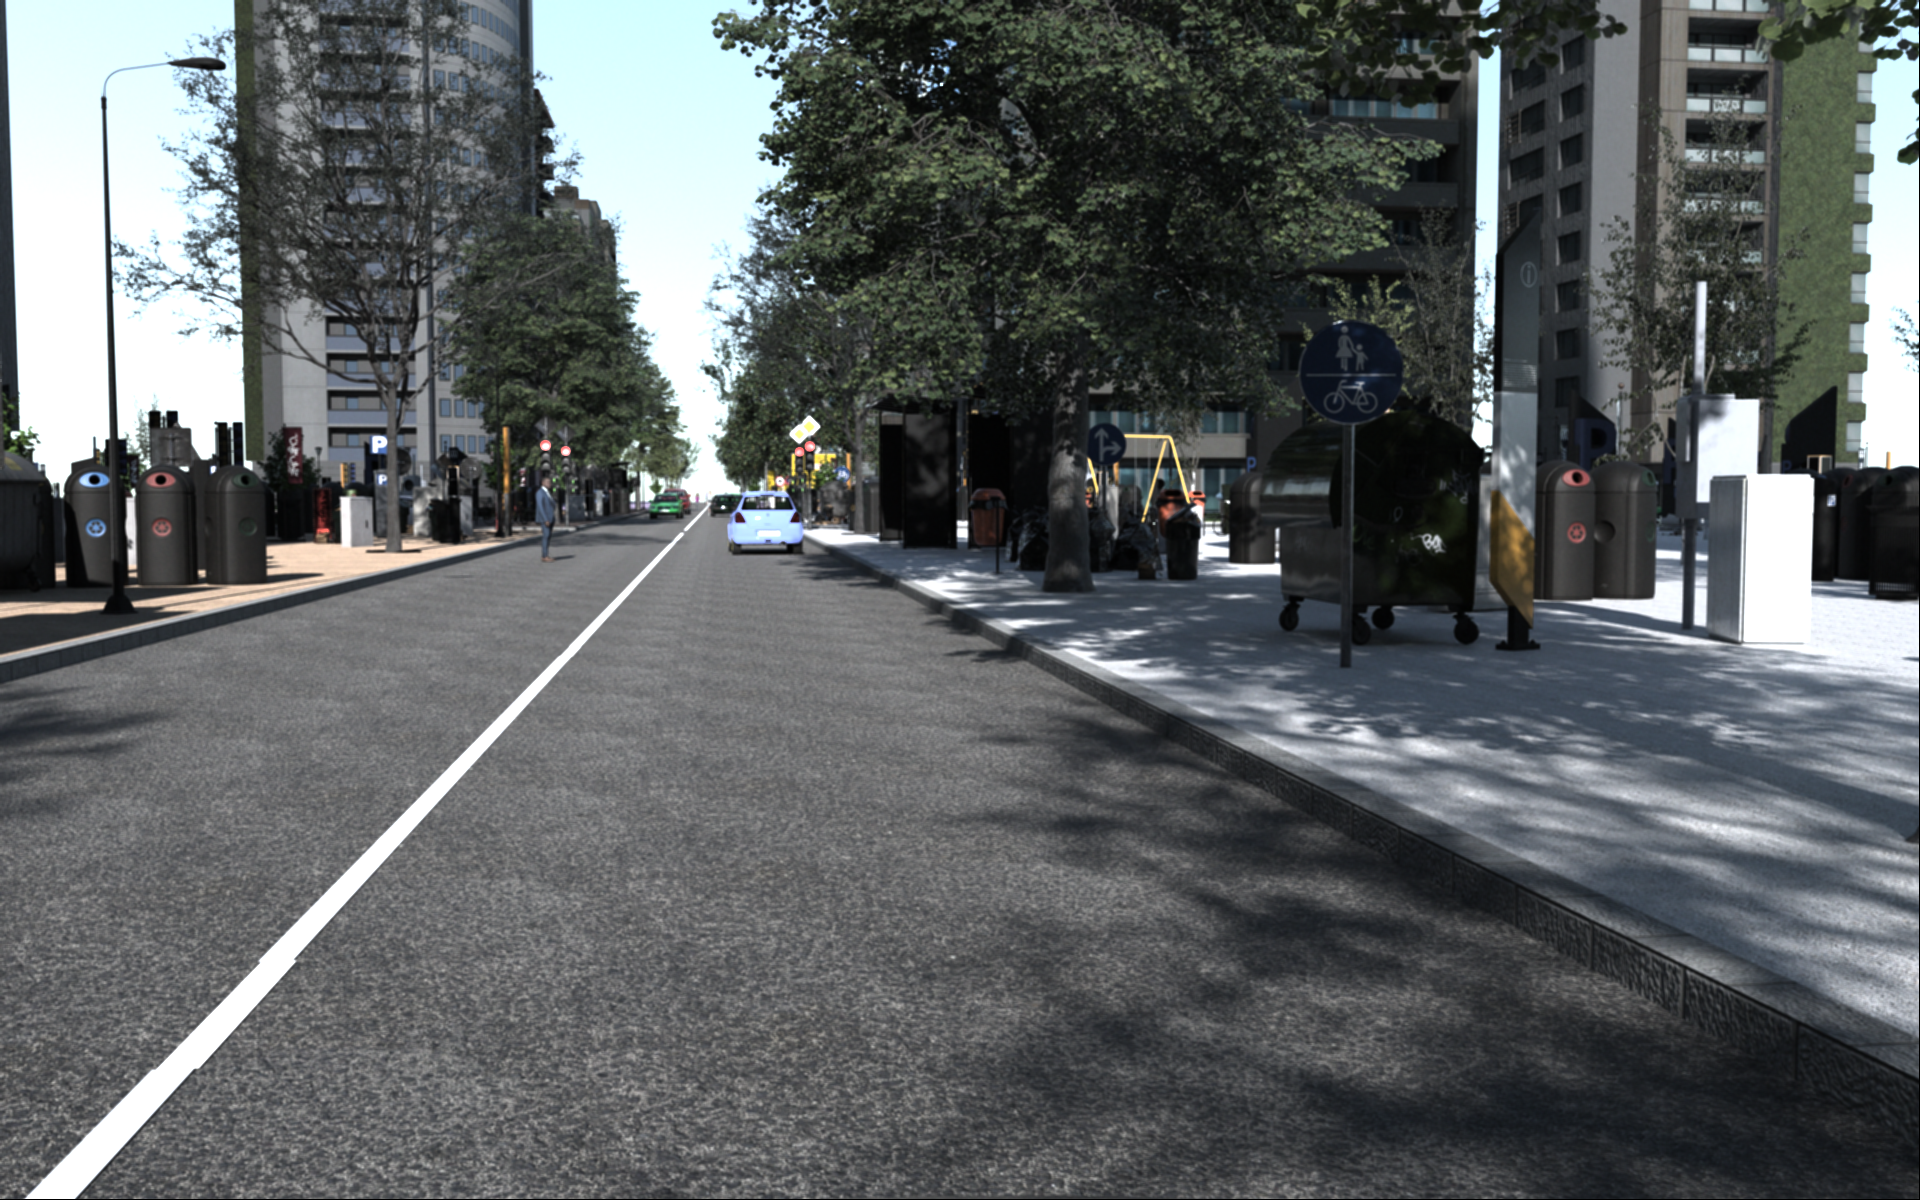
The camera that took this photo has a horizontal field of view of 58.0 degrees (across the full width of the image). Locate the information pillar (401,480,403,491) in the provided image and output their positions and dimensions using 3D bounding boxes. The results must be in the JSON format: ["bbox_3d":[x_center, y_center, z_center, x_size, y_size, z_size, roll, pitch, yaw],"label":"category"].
[{"bbox_3d":[-29.754,-5.408,92.908,0.304,2.012,0.304,-2,4,-34],"label":"information pillar"}]

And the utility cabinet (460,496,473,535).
[{"bbox_3d":[-15.575,-2.614,53.897,0.306,1.237,1.020,1,4,18],"label":"utility cabinet"}]

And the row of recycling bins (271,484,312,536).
[{"bbox_3d":[-21.717,-2.779,52.557,3.534,1.692,1.069,0,4,-5],"label":"row of recycling bins"}]

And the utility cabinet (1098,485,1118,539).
[{"bbox_3d":[3.677,-2.093,42.892,0.318,1.500,1.173,1,4,16],"label":"utility cabinet"}]

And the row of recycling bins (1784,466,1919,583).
[{"bbox_3d":[13.686,-1.189,26.557,1.069,1.692,3.534,0,4,-4],"label":"row of recycling bins"}]

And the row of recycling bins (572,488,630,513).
[{"bbox_3d":[-23.647,-6.588,114.831,3.534,1.692,1.069,0,4,-2],"label":"row of recycling bins"}]

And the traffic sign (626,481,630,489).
[{"bbox_3d":[-25.851,-8.075,134.158,0.606,2.300,0.079,0,4,-7],"label":"traffic sign"}]

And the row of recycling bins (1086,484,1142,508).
[{"bbox_3d":[6.467,-4.039,73.148,1.069,1.692,3.534,-2,4,-30],"label":"row of recycling bins"}]

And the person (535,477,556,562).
[{"bbox_3d":[-8.810,-1.721,36.826,0.419,1.800,0.721,0,4,-3],"label":"person"}]

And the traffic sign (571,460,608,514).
[{"bbox_3d":[-22.457,-6.786,104.820,2.265,3.308,0.079,0,4,-6],"label":"traffic sign"}]

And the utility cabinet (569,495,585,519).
[{"bbox_3d":[-19.567,-4.736,88.602,1.020,1.237,0.306,1,4,13],"label":"utility cabinet"}]

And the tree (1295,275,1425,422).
[{"bbox_3d":[13.369,-6.551,57.468,4.737,8.622,4.395,0,3,0],"label":"tree"}]

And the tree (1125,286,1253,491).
[{"bbox_3d":[7.598,-6.589,58.099,4.360,8.622,3.978,0,3,0],"label":"tree"}]

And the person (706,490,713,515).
[{"bbox_3d":[-17.186,-6.707,119.164,0.512,1.701,0.522,0,4,6],"label":"person"}]

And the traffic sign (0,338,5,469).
[{"bbox_3d":[-10.830,-1.446,17.520,2.265,3.308,0.079,0,4,-1],"label":"traffic sign"}]

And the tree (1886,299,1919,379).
[{"bbox_3d":[25.443,-5.637,42.535,4.360,8.622,3.978,0,3,0],"label":"tree"}]

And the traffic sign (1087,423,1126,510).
[{"bbox_3d":[2.605,-1.903,31.214,0.768,2.556,0.104,0,4,-1],"label":"traffic sign"}]

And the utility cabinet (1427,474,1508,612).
[{"bbox_3d":[5.644,-0.628,18.953,1.173,1.500,0.318,-2,4,-34],"label":"utility cabinet"}]

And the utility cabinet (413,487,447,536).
[{"bbox_3d":[-16.020,-2.681,52.515,1.173,1.500,0.318,2,4,26],"label":"utility cabinet"}]

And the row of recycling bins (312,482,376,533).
[{"bbox_3d":[-20.596,-3.108,57.932,1.069,1.692,3.534,3,4,36],"label":"row of recycling bins"}]

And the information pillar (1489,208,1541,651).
[{"bbox_3d":[4.546,-1.395,14.163,0.504,3.616,0.183,-2,4,-35],"label":"information pillar"}]

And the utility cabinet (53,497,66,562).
[{"bbox_3d":[-17.404,-1.347,33.188,1.020,1.237,0.306,2,4,27],"label":"utility cabinet"}]

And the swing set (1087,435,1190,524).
[{"bbox_3d":[4.487,-2.961,46.024,3.119,2.851,2.862,-2,4,-30],"label":"swing set"}]

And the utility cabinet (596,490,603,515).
[{"bbox_3d":[-21.205,-5.758,102.826,0.318,1.500,1.173,-2,4,-34],"label":"utility cabinet"}]

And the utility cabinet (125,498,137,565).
[{"bbox_3d":[-15.362,-1.229,31.248,1.020,1.237,0.306,-3,5,-42],"label":"utility cabinet"}]

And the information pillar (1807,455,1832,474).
[{"bbox_3d":[16.336,-1.742,32.970,0.304,2.012,0.304,-1,4,-21],"label":"information pillar"}]

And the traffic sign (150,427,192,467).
[{"bbox_3d":[-12.103,-1.497,26.611,0.606,2.300,0.079,0,4,-6],"label":"traffic sign"}]

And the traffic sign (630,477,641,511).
[{"bbox_3d":[-24.195,-7.898,129.232,0.768,2.556,0.104,0,4,-5],"label":"traffic sign"}]

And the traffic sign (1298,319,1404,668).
[{"bbox_3d":[2.856,-0.773,12.747,0.768,2.556,0.104,0,4,2],"label":"traffic sign"}]

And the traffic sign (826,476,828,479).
[{"bbox_3d":[-6.430,-5.039,82.494,0.768,2.556,0.104,0,4,-3],"label":"traffic sign"}]

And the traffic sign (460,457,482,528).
[{"bbox_3d":[-16.761,-3.626,59.387,0.768,2.556,0.104,0,4,-2],"label":"traffic sign"}]

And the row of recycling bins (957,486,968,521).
[{"bbox_3d":[0.255,-4.741,84.625,1.069,1.692,3.534,-1,4,-10],"label":"row of recycling bins"}]

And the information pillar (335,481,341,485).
[{"bbox_3d":[-36.273,-5.902,100.994,0.304,2.012,0.304,3,4,38],"label":"information pillar"}]

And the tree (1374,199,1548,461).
[{"bbox_3d":[12.263,-5.679,43.214,4.360,8.622,3.978,0,3,0],"label":"tree"}]

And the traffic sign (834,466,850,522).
[{"bbox_3d":[-5.379,-4.823,78.958,0.768,2.556,0.104,0,4,0],"label":"traffic sign"}]

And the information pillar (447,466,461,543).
[{"bbox_3d":[-13.357,-2.520,45.700,0.304,2.012,0.304,-1,4,-12],"label":"information pillar"}]

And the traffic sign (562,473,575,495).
[{"bbox_3d":[-22.714,-6.147,100.617,0.768,2.556,0.104,0,4,-3],"label":"traffic sign"}]

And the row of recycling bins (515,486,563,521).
[{"bbox_3d":[-20.438,-4.709,84.106,1.069,1.692,3.534,-3,5,-44],"label":"row of recycling bins"}]

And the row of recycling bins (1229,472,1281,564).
[{"bbox_3d":[6.766,-1.521,31.974,3.534,1.692,1.069,0,4,-1],"label":"row of recycling bins"}]

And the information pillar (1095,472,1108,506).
[{"bbox_3d":[4.625,-3.188,56.616,0.304,2.012,0.304,-2,4,-25],"label":"information pillar"}]

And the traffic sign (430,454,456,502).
[{"bbox_3d":[-14.702,-2.946,49.346,0.795,2.450,0.064,0,4,-2],"label":"traffic sign"}]

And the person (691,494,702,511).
[{"bbox_3d":[-22.558,-8.372,148.599,0.991,1.433,0.599,0,4,-1],"label":"person"}]

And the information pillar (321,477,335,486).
[{"bbox_3d":[-27.482,-4.321,75.143,0.304,2.012,0.304,1,4,10],"label":"information pillar"}]

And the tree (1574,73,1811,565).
[{"bbox_3d":[13.169,-4.948,31.267,4.360,8.622,3.978,0,3,0],"label":"tree"}]

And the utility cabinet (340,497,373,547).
[{"bbox_3d":[-14.688,-1.899,42.209,0.306,1.237,1.020,1,4,11],"label":"utility cabinet"}]

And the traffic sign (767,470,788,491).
[{"bbox_3d":[-14.877,-9.187,144.086,2.265,3.308,0.079,0,4,-5],"label":"traffic sign"}]

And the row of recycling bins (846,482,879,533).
[{"bbox_3d":[-3.063,-3.160,58.780,1.069,1.692,3.534,-1,4,-13],"label":"row of recycling bins"}]

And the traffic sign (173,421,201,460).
[{"bbox_3d":[-13.914,-1.885,30.826,0.884,2.594,0.081,0,4,-6],"label":"traffic sign"}]

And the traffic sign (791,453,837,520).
[{"bbox_3d":[-7.265,-5.644,86.148,2.265,3.308,0.079,0,4,-3],"label":"traffic sign"}]

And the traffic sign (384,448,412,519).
[{"bbox_3d":[-15.547,-2.925,47.923,0.768,2.556,0.104,0,4,1],"label":"traffic sign"}]

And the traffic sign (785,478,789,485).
[{"bbox_3d":[-11.052,-6.914,113.148,0.768,2.556,0.104,0,4,-6],"label":"traffic sign"}]

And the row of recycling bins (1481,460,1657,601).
[{"bbox_3d":[6.860,-0.845,20.927,3.534,1.692,1.069,-1,4,-22],"label":"row of recycling bins"}]

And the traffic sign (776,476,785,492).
[{"bbox_3d":[-12.379,-7.287,119.254,0.768,2.556,0.104,0,4,-2],"label":"traffic sign"}]

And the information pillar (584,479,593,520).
[{"bbox_3d":[-18.173,-4.913,84.824,0.304,2.012,0.304,1,4,15],"label":"information pillar"}]

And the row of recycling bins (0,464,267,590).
[{"bbox_3d":[-11.580,-1.041,24.129,3.534,1.692,1.069,-2,4,-25],"label":"row of recycling bins"}]
